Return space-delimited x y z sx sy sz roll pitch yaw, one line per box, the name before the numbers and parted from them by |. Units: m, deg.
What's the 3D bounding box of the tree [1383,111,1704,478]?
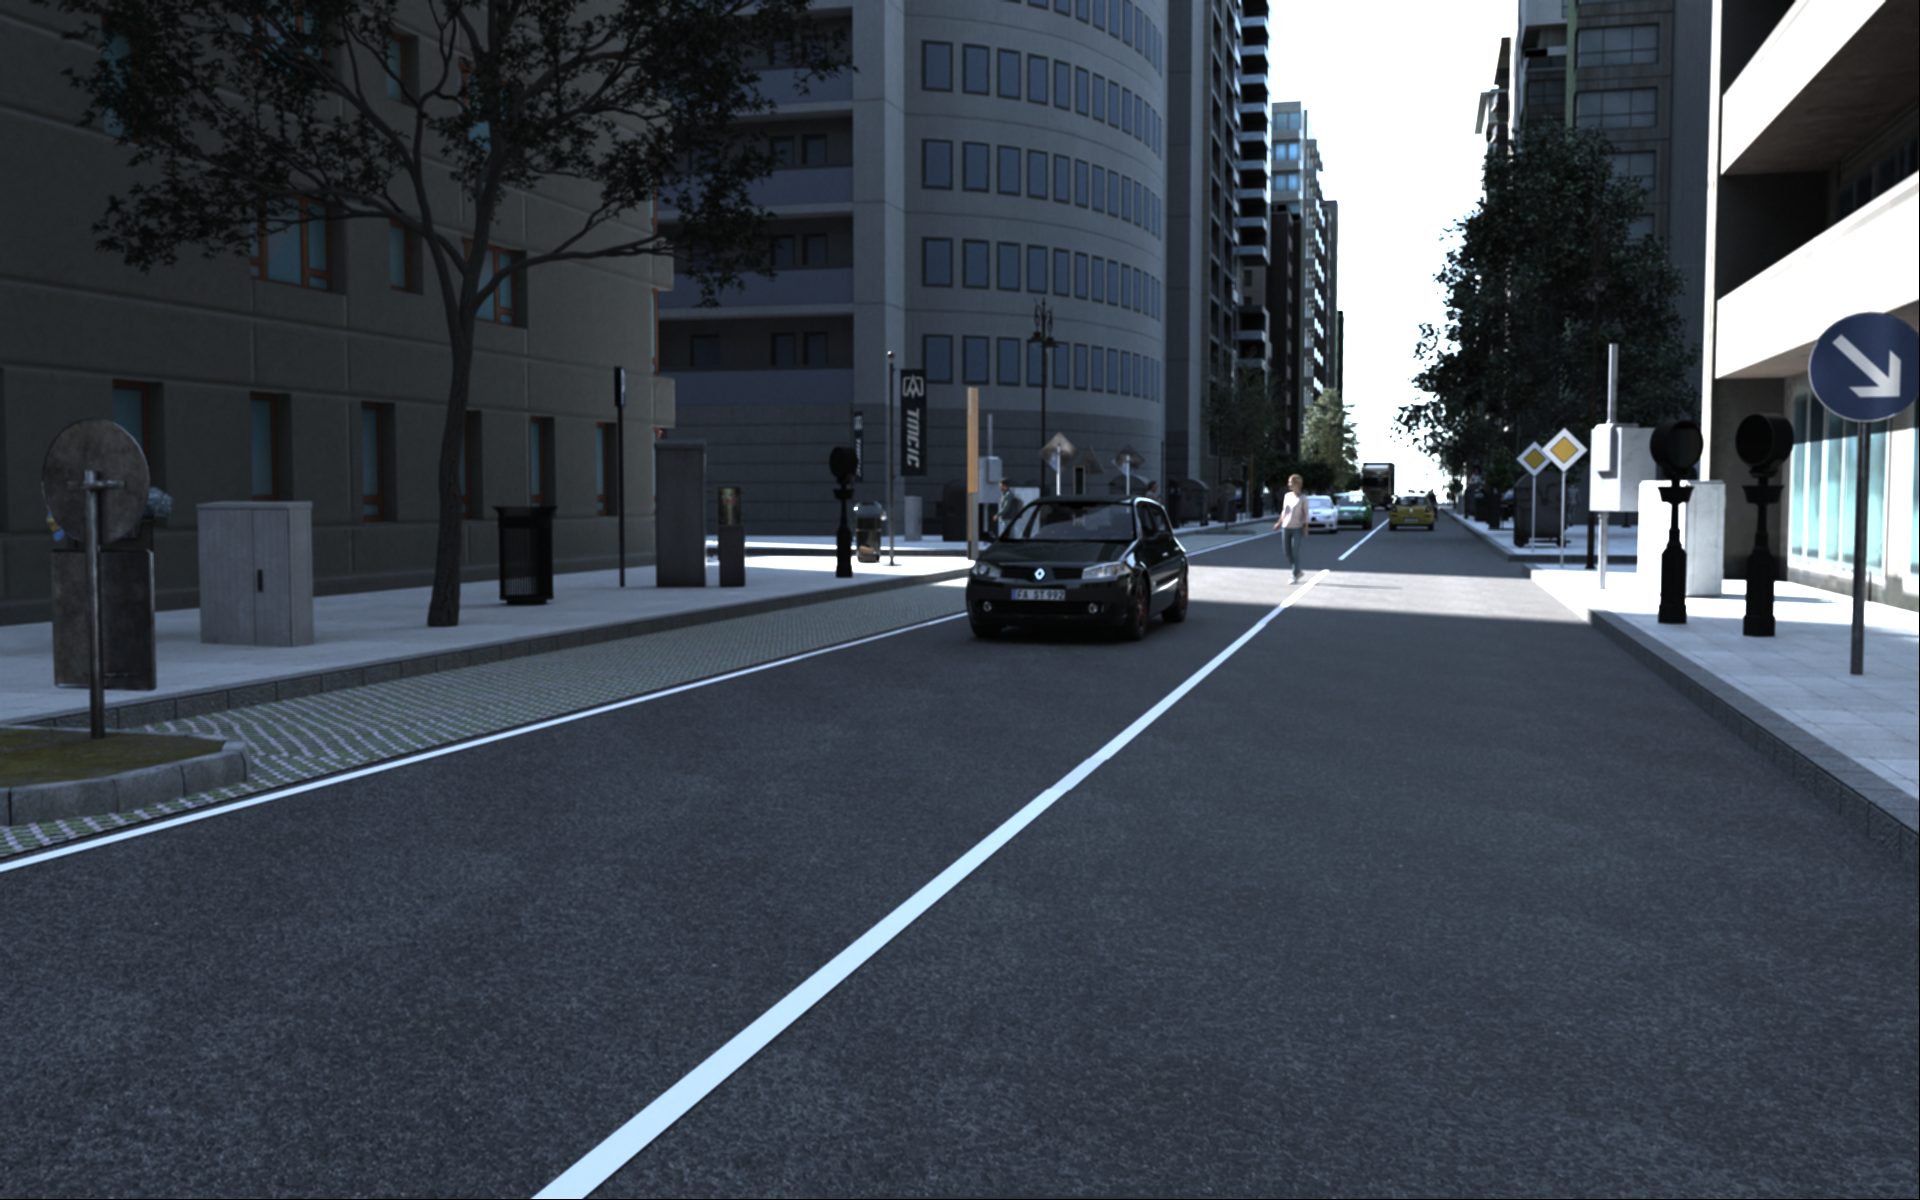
tree | 17.724 -8.266 52.153 9.611 12.733 9.660 0 3 0

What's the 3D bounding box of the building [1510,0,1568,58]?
building | 57.075 -33.326 134.124 28.713 52.752 27.495 1 4 15

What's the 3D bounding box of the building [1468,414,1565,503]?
building | 86.839 -24.551 246.443 27.650 21.520 28.899 1 4 15

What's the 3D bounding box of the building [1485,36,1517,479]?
building | 61.456 -31.090 162.938 22.147 44.769 28.867 1 4 15

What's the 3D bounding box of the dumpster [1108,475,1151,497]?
dumpster | 5.228 -2.883 52.894 1.264 1.857 1.865 1 4 15

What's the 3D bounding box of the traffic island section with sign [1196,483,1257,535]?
traffic island section with sign | 9.488 -3.231 61.447 1.989 1.847 2.006 1 4 15

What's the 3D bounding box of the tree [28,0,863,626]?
tree | -4.719 -5.014 16.396 7.601 10.594 8.767 1 4 21

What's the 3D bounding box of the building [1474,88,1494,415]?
building | 79.674 -38.473 218.270 28.713 52.752 27.495 1 4 15

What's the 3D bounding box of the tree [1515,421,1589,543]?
tree | 15.793 -3.134 45.840 1.663 3.219 1.824 0 3 0

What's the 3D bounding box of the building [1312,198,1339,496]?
building | 43.772 -33.747 235.356 14.154 41.232 14.086 1 4 15

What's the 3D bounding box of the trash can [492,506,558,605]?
trash can | -5.047 -0.519 20.139 0.748 1.137 0.748 0 3 0

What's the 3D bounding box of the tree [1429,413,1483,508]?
tree | 44.640 -12.506 154.838 4.360 8.622 3.978 0 3 0

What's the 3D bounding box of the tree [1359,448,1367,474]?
tree | 60.067 -19.033 261.551 4.737 8.622 4.395 0 3 0

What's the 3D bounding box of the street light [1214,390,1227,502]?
street light | 11.560 -6.371 76.954 0.468 5.910 1.993 1 4 15

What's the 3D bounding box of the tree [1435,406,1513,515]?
tree | 31.026 -9.437 104.657 4.737 8.622 4.395 0 3 0

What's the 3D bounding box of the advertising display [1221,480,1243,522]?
advertising display | 12.744 -4.633 80.965 0.974 1.923 0.123 2 4 26

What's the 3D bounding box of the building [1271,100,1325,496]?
building | 33.261 -36.401 214.772 23.786 49.044 30.456 1 4 15

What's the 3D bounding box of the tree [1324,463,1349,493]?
tree | 29.110 -9.843 144.641 4.285 4.588 4.351 0 3 0

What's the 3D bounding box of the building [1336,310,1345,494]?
building | 50.842 -30.061 263.205 14.160 30.474 14.107 1 4 15

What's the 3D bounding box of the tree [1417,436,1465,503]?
tree | 67.490 -18.837 242.402 7.601 10.594 8.767 1 4 23

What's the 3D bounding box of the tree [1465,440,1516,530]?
tree | 19.263 -4.113 61.850 1.663 3.219 1.824 0 3 0

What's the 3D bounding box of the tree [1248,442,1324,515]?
tree | 19.454 -7.599 107.962 4.285 4.588 4.351 0 3 0

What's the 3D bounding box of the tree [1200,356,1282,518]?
tree | 15.217 -8.698 92.582 4.737 8.622 4.395 0 3 0

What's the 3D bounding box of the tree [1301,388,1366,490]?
tree | 39.503 -16.302 184.663 7.486 12.596 7.792 0 3 0

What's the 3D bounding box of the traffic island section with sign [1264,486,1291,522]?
traffic island section with sign | 16.501 -4.847 87.868 1.989 1.847 2.006 1 4 15

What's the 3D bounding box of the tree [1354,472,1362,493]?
tree | 46.084 -13.769 208.833 4.285 4.588 4.351 0 3 0

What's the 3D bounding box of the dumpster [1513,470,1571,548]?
dumpster | 14.069 -2.209 41.875 1.264 1.857 1.865 1 4 15

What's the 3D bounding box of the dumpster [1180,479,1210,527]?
dumpster | 9.181 -3.847 68.650 1.264 1.857 1.865 1 4 15

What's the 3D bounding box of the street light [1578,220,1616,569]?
street light | 10.786 -3.466 29.458 0.468 5.910 1.993 1 4 15

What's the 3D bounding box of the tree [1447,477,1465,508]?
tree | 55.346 -12.179 193.731 1.663 3.219 1.824 0 3 0

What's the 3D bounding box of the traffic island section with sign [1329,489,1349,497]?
traffic island section with sign | 29.537 -7.852 137.006 1.989 1.847 2.006 1 4 15

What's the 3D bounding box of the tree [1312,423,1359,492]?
tree | 37.852 -13.863 177.020 4.737 8.622 4.395 0 3 0

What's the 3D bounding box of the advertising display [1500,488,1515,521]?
advertising display | 26.206 -4.774 83.268 0.974 1.923 0.123 3 5 42

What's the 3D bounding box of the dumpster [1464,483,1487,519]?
dumpster | 26.536 -5.088 88.942 1.264 1.857 1.865 1 4 15

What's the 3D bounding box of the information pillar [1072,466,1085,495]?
information pillar | 3.107 -2.509 45.513 0.304 2.012 0.304 0 4 -5

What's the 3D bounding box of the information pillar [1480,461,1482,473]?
information pillar | 32.494 -7.155 108.343 0.183 3.616 0.504 -1 4 -11

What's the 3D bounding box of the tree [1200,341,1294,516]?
tree | 13.448 -8.206 84.532 4.360 8.622 3.978 0 3 0

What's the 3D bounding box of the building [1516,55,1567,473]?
building | 44.847 -21.081 116.374 14.160 30.474 14.107 1 4 15

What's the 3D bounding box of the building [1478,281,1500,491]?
building | 67.270 -26.226 200.489 14.160 30.474 14.107 1 4 15

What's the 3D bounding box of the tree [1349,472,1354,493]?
tree | 32.245 -10.462 154.766 4.285 4.588 4.351 0 3 0

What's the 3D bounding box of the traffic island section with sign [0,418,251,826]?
traffic island section with sign | -4.613 0.018 8.339 1.989 1.847 2.006 1 4 15
